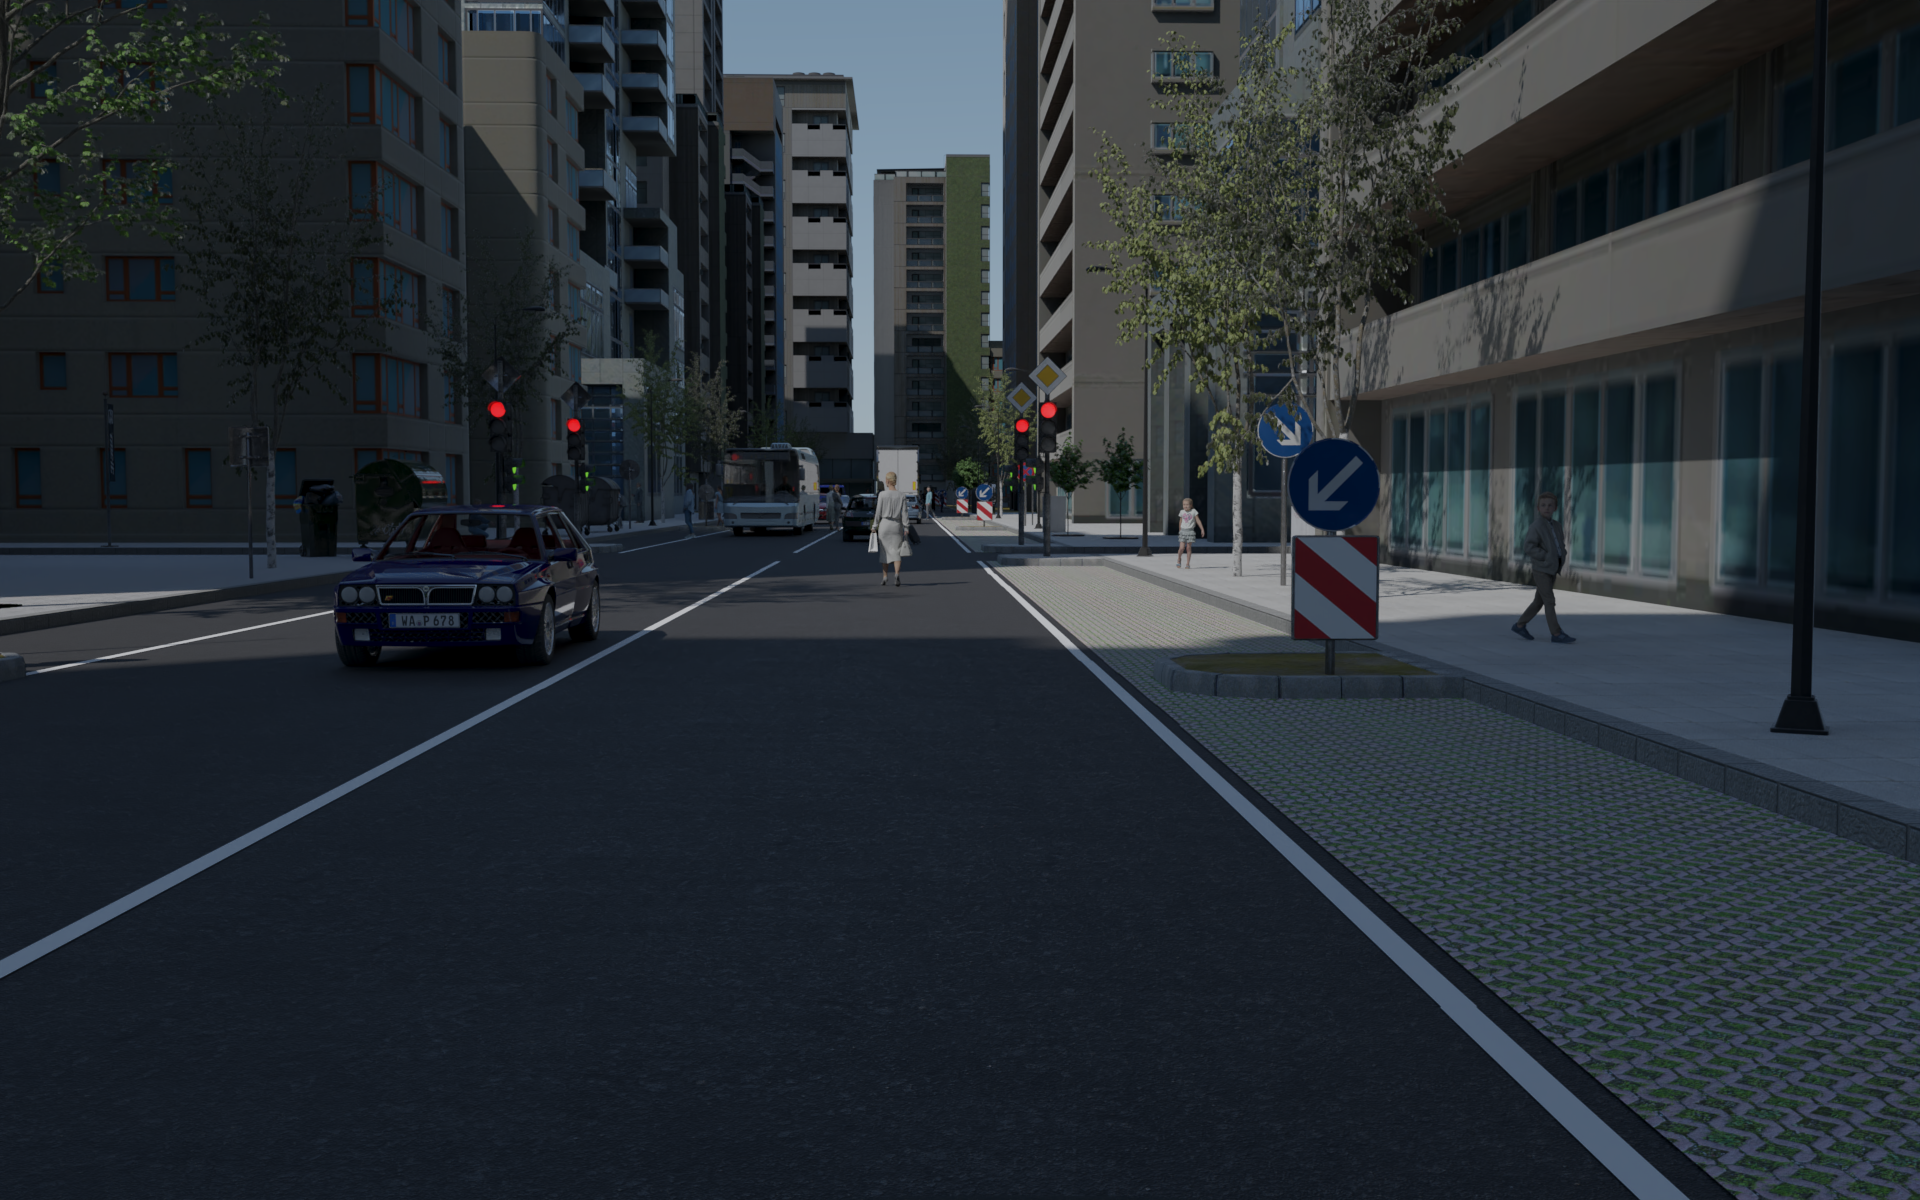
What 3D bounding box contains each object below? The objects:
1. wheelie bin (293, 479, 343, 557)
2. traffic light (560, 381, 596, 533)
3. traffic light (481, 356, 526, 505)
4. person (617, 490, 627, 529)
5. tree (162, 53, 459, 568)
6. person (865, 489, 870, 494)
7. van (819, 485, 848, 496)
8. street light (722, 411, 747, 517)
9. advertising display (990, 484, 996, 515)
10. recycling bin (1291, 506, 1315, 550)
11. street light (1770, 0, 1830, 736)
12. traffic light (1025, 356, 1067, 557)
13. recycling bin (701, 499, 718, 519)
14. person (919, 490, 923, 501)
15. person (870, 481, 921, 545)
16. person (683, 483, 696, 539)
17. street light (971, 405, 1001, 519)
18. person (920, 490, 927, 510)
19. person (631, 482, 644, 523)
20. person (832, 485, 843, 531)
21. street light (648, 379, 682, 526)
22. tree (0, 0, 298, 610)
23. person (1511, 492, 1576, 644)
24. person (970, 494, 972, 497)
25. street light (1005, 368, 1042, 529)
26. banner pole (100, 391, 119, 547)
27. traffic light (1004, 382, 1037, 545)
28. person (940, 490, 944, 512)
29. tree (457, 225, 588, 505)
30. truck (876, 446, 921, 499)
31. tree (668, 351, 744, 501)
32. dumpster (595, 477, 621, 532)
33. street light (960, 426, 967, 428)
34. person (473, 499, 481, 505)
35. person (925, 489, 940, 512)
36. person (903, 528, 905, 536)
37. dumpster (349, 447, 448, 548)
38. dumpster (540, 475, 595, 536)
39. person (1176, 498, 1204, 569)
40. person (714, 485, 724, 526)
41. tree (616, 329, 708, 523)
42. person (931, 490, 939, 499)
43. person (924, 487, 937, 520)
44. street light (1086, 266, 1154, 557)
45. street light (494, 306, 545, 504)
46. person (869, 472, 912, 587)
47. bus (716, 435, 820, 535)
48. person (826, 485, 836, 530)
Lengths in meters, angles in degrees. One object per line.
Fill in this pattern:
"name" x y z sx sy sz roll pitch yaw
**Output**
"wheelie bin" -13.105 -1.687 35.492 0.980 1.594 0.693 -3 5 -41
"traffic light" -9.532 -3.317 43.148 0.839 4.253 0.868 0 4 -2
"traffic light" -9.286 -2.828 35.166 0.839 4.253 0.868 0 4 -2
"person" -12.637 -3.398 64.194 0.523 1.515 0.503 -2 4 -35
"tree" -11.829 -4.869 29.976 4.360 8.622 3.978 0 3 0
"person" -7.294 -7.855 136.860 1.348 1.831 0.705 -2 4 -30
"van" -8.580 -6.817 115.846 2.240 2.365 5.245 0 4 -4
"street light" -12.569 -7.580 96.467 1.470 5.913 1.316 0 4 -2
"advertising display" 2.019 -6.180 106.259 0.123 1.923 0.974 1 4 17
"recycling bin" 7.391 -1.447 36.220 0.722 1.027 0.722 2 4 35
"street light" 4.006 -2.241 9.185 1.470 5.913 1.316 0 4 -2
"traffic light" 1.769 -2.850 35.521 0.839 4.253 0.868 0 4 -2
"recycling bin" -13.094 -4.775 90.620 0.722 1.027 0.722 1 4 10
"person" -3.768 -9.829 169.212 0.705 1.823 1.348 -2 4 -24
"person" -1.834 -2.458 48.912 1.509 1.804 0.699 -1 4 -19
"person" -8.736 -2.890 56.012 0.793 1.790 0.793 -2 4 -29
"street light" 1.475 -7.232 90.788 1.470 5.913 1.316 0 4 -2
"person" -3.196 -9.019 155.976 1.348 1.822 0.705 1 4 9
"person" -14.229 -4.292 76.397 0.590 1.801 0.661 -1 4 -19
"person" -4.629 -3.528 66.449 0.520 1.790 0.573 3 5 42
"street light" -11.873 -5.946 69.760 1.470 5.913 1.316 0 4 -2
"tree" -11.000 -5.705 19.035 9.928 11.665 9.643 0 3 0
"person" 5.089 -0.289 15.037 0.640 1.303 0.475 3 5 45
"person" 1.368 -9.041 154.548 1.217 1.739 0.721 2 4 31
"street light" 2.372 -5.587 63.881 1.470 5.913 1.316 0 4 -2
"banner pole" -20.722 -3.194 42.234 0.401 3.779 0.863 -1 4 -10
"traffic light" 1.524 -3.338 43.502 0.839 4.253 0.868 0 4 -2
"person" -1.382 -7.672 134.861 0.530 1.710 0.541 3 4 37
"tree" -12.250 -5.890 46.670 4.360 8.622 3.978 0 3 0
"truck" -3.759 -7.163 106.020 2.839 4.237 11.283 0 4 -2
"tree" -12.994 -8.474 88.920 4.360 8.622 3.978 0 3 0
"dumpster" -12.220 -3.223 58.453 1.264 1.857 1.865 0 4 -2
"street light" 0.713 -8.902 118.089 1.470 5.913 1.316 0 4 -2
"person" -13.354 -2.246 48.268 0.738 1.151 1.012 -1 4 -15
"person" -2.204 -8.106 140.999 1.348 1.831 0.705 1 4 16
"person" -2.218 -3.057 58.836 0.623 1.781 0.721 3 5 43
"dumpster" -11.448 -2.007 35.313 1.502 2.255 1.985 0 4 -2
"dumpster" -12.012 -2.875 52.757 1.264 1.857 1.865 0 4 -2
"person" 3.953 -1.142 29.734 0.505 1.210 0.382 1 4 18
"person" -10.368 -4.064 75.042 0.616 1.811 0.778 -3 4 -38
"tree" -13.197 -7.734 76.810 4.737 8.622 4.395 0 3 0
"person" -2.648 -9.471 163.376 1.348 1.821 0.705 0 4 -6
"person" -1.658 -5.393 96.542 0.748 1.841 0.638 0 4 -1
"street light" 3.262 -3.846 35.418 1.470 5.913 1.316 0 4 -2
"street light" -10.958 -4.309 42.995 1.470 5.913 1.316 0 4 -2
"person" -1.096 -1.104 26.907 0.694 1.780 0.624 0 4 4
"bus" -6.812 -4.204 63.596 2.948 3.499 13.247 0 4 -1
"person" -5.079 -3.664 68.634 0.478 1.798 0.641 0 4 5
